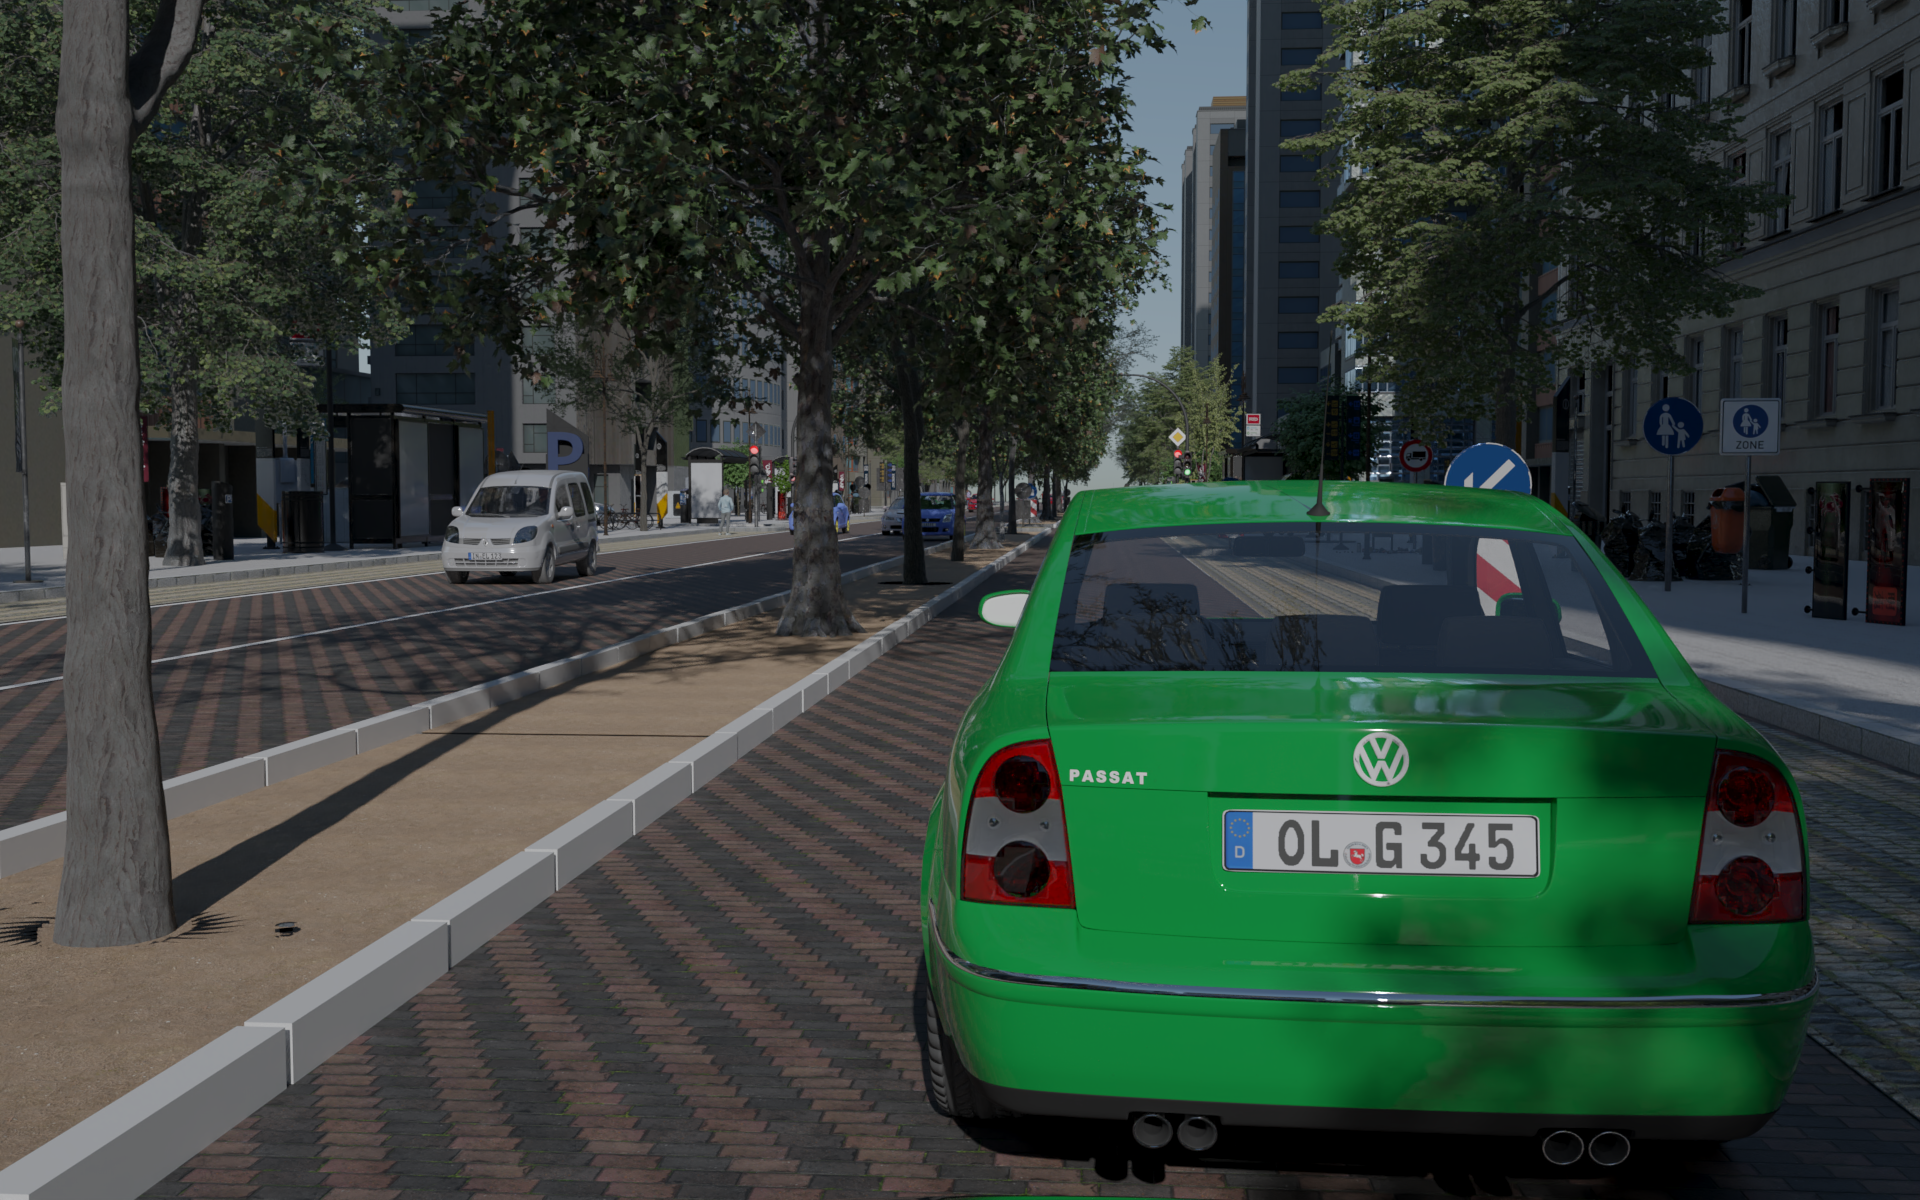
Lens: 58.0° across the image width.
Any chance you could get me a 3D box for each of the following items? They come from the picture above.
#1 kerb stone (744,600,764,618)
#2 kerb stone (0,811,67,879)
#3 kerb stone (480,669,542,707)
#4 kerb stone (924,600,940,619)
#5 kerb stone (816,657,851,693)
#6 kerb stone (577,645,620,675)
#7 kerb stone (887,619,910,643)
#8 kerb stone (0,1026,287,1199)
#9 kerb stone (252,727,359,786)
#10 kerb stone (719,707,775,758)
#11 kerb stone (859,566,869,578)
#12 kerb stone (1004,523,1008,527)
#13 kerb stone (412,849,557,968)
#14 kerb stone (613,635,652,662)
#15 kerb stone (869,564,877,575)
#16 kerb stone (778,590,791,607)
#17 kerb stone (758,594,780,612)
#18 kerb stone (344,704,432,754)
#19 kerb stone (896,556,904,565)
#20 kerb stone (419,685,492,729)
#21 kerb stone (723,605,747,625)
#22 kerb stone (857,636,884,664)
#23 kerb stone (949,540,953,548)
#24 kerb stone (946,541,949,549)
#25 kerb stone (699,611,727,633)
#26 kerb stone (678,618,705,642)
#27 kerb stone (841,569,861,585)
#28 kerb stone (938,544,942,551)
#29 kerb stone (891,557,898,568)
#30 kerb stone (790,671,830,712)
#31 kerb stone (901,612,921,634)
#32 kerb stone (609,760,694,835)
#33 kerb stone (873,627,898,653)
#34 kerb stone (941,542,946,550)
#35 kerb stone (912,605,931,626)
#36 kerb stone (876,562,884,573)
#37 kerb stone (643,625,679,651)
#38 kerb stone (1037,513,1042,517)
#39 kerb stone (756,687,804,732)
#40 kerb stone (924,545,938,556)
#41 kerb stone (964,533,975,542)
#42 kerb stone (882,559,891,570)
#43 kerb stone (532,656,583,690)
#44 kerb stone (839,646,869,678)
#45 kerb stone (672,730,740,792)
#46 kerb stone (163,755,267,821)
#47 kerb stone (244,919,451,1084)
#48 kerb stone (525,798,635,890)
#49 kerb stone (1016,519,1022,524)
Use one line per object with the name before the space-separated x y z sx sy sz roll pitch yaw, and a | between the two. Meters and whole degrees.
kerb stone | -2.471 0.130 20.189 0.120 0.150 1.000 0 4 5
kerb stone | -3.568 0.935 6.903 0.120 0.150 1.000 0 4 5
kerb stone | -3.141 0.623 12.015 0.120 0.150 1.000 0 4 5
kerb stone | -0.368 0.132 20.032 0.120 0.150 1.000 0 4 5
kerb stone | -0.960 0.569 12.890 0.120 0.150 1.000 0 4 5
kerb stone | -2.975 0.504 14.056 0.120 0.150 1.000 0 4 5
kerb stone | -0.626 0.320 16.969 0.120 0.150 1.000 0 4 5
kerb stone | -1.724 1.133 3.677 0.120 0.150 1.000 0 4 5
kerb stone | -3.392 0.811 8.941 0.120 0.150 1.000 0 4 5
kerb stone | -1.219 0.757 9.823 0.120 0.150 1.000 0 4 5
kerb stone | -1.714 -0.441 29.408 0.120 0.150 1.000 0 4 5
kerb stone | 2.125 -3.279 75.896 0.120 0.150 1.000 0 4 5
kerb stone | -1.558 1.010 5.730 0.120 0.150 1.000 0 4 5
kerb stone | -2.893 0.441 15.075 0.120 0.150 1.000 0 4 5
kerb stone | -1.633 -0.503 30.432 0.120 0.150 1.000 0 4 5
kerb stone | -2.296 -0.001 22.226 0.120 0.150 1.000 0 4 5
kerb stone | -2.390 0.061 21.207 0.120 0.150 1.000 0 4 5
kerb stone | -3.308 0.748 9.967 0.120 0.150 1.000 0 4 5
kerb stone | -1.288 -0.754 34.520 0.120 0.150 1.000 0 4 5
kerb stone | -3.221 0.685 10.996 0.120 0.150 1.000 0 4 5
kerb stone | -2.548 0.185 19.169 0.120 0.150 1.000 0 4 5
kerb stone | -0.797 0.448 14.928 0.120 0.150 1.000 0 4 5
kerb stone | -0.360 -1.441 45.757 0.120 0.150 1.000 0 4 5
kerb stone | -0.450 -1.379 44.739 0.120 0.150 1.000 0 4 5
kerb stone | -2.637 0.248 18.139 0.120 0.150 1.000 0 4 5
kerb stone | -2.720 0.316 17.114 0.120 0.150 1.000 0 4 5
kerb stone | -1.795 -0.379 28.386 0.120 0.150 1.000 0 4 5
kerb stone | -0.617 -1.245 42.695 0.120 0.150 1.000 0 4 5
kerb stone | -1.371 -0.687 33.495 0.120 0.150 1.000 0 4 5
kerb stone | -1.046 0.634 11.872 0.120 0.150 1.000 0 4 5
kerb stone | -0.540 0.262 17.990 0.120 0.150 1.000 0 4 5
kerb stone | -1.384 0.882 7.776 0.120 0.150 1.000 0 4 5
kerb stone | -0.711 0.383 15.947 0.120 0.150 1.000 0 4 5
kerb stone | -0.532 -1.312 43.717 0.120 0.150 1.000 0 4 5
kerb stone | -0.458 0.195 19.008 0.120 0.150 1.000 0 4 5
kerb stone | -1.552 -0.566 31.451 0.120 0.150 1.000 0 4 5
kerb stone | -2.812 0.373 16.095 0.120 0.150 1.000 0 4 5
kerb stone | 5.406 -5.722 115.753 0.120 0.150 1.000 0 4 5
kerb stone | -1.136 0.694 10.853 0.120 0.150 1.000 0 4 5
kerb stone | -0.704 -1.191 41.676 0.120 0.150 1.000 0 4 5
kerb stone | 0.303 -1.937 53.929 0.120 0.150 1.000 0 4 5
kerb stone | -1.458 -0.629 32.472 0.120 0.150 1.000 0 4 5
kerb stone | -3.063 0.560 13.037 0.120 0.150 1.000 0 4 5
kerb stone | -0.875 0.507 13.909 0.120 0.150 1.000 0 4 5
kerb stone | -1.297 0.819 8.804 0.120 0.150 1.000 0 4 5
kerb stone | -3.481 0.873 7.921 0.120 0.150 1.000 0 4 5
kerb stone | -1.637 1.070 4.703 0.120 0.150 1.000 0 4 5
kerb stone | -1.472 0.944 6.757 0.120 0.150 1.000 0 4 5
kerb stone | 3.043 -3.971 87.123 0.120 0.150 1.000 0 4 5
